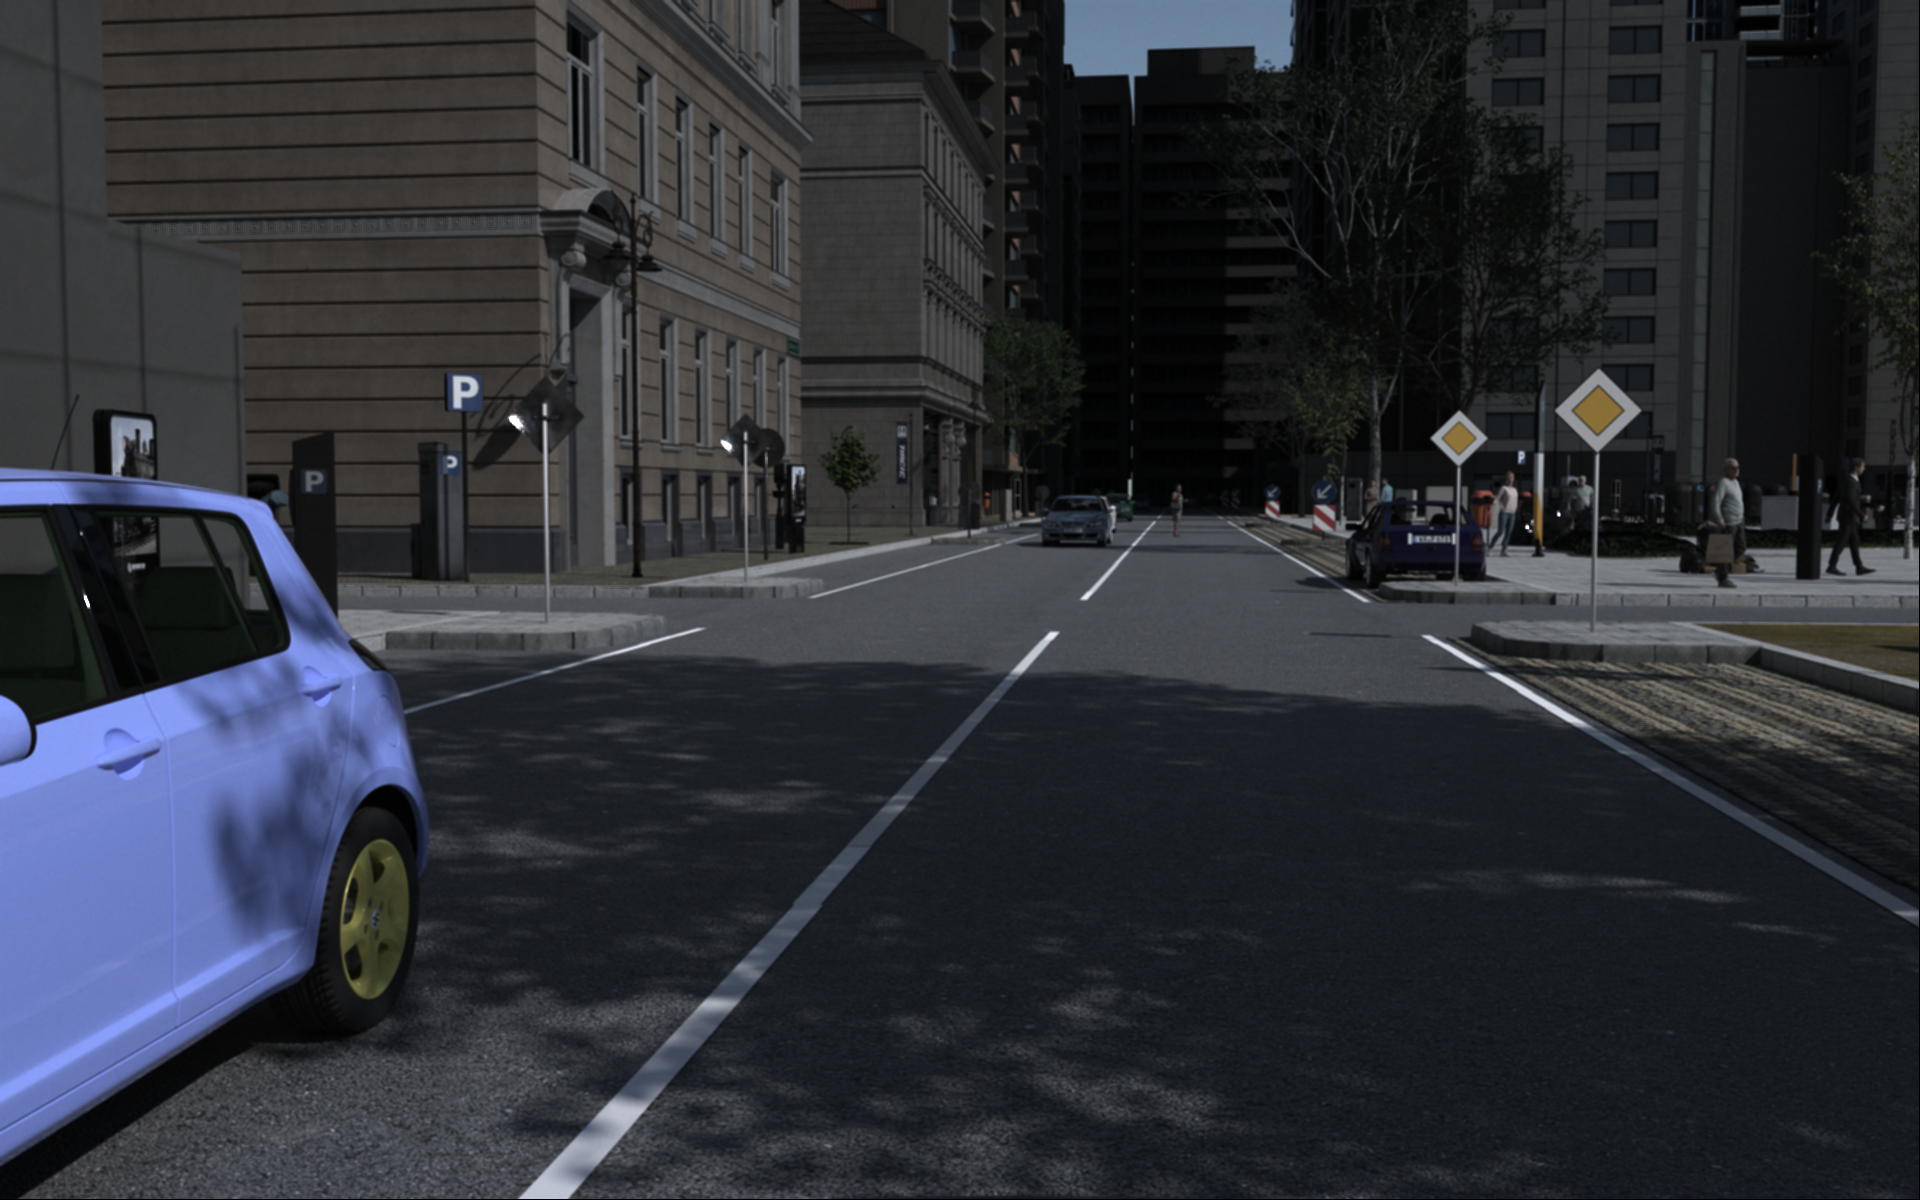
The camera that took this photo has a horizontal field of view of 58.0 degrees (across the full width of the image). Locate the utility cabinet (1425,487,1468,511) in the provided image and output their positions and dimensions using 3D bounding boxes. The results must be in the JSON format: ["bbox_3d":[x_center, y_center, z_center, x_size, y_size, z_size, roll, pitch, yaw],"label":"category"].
[{"bbox_3d":[14.427,-2.613,51.401,1.173,1.500,0.318,0,4,6],"label":"utility cabinet"}]

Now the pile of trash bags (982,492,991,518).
[{"bbox_3d":[0.211,-5.238,95.398,3.447,1.369,1.912,2,4,35],"label":"pile of trash bags"}]

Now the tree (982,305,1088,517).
[{"bbox_3d":[3.503,-10.430,96.283,9.928,11.665,9.643,0,3,0],"label":"tree"}]

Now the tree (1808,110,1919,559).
[{"bbox_3d":[18.961,-5.108,33.880,4.737,8.622,4.395,0,3,0],"label":"tree"}]

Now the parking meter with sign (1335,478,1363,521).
[{"bbox_3d":[18.734,-5.261,82.277,1.738,3.016,0.543,2,4,25],"label":"parking meter with sign"}]

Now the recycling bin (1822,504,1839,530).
[{"bbox_3d":[22.507,-1.979,44.906,0.722,1.027,0.722,-2,4,-25],"label":"recycling bin"}]

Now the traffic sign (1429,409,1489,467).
[{"bbox_3d":[6.886,-1.327,23.882,0.795,2.593,0.064,0,4,7],"label":"traffic sign"}]

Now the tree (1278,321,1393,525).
[{"bbox_3d":[15.488,-7.388,71.161,4.737,8.622,4.395,0,3,0],"label":"tree"}]

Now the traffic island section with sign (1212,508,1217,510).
[{"bbox_3d":[23.228,-8.791,152.358,1.989,1.847,2.006,0,4,7],"label":"traffic island section with sign"}]

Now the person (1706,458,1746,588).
[{"bbox_3d":[10.423,-1.047,23.640,0.782,1.767,0.515,-3,5,-43],"label":"person"}]

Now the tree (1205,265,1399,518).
[{"bbox_3d":[18.348,-11.192,93.366,12.009,13.543,11.850,0,3,0],"label":"tree"}]

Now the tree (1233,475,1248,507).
[{"bbox_3d":[28.494,-11.016,174.706,1.663,3.219,1.824,0,3,0],"label":"tree"}]

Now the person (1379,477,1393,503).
[{"bbox_3d":[14.416,-3.217,58.498,0.638,1.841,0.748,-2,4,-26],"label":"person"}]

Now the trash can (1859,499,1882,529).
[{"bbox_3d":[27.054,-2.433,51.425,0.748,1.137,0.748,0,3,0],"label":"trash can"}]

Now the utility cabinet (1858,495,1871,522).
[{"bbox_3d":[41.575,-4.222,80.197,0.306,1.237,1.020,-2,4,-30],"label":"utility cabinet"}]

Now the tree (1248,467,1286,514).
[{"bbox_3d":[20.305,-7.282,113.666,1.663,3.219,1.824,0,3,0],"label":"tree"}]

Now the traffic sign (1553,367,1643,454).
[{"bbox_3d":[5.880,-0.842,15.960,0.795,2.593,0.064,0,4,7],"label":"traffic sign"}]

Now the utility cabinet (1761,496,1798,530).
[{"bbox_3d":[25.734,-2.644,54.398,1.020,1.237,0.306,2,4,32],"label":"utility cabinet"}]

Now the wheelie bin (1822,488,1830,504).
[{"bbox_3d":[44.931,-5.046,90.414,0.693,1.594,0.980,-2,4,-32],"label":"wheelie bin"}]

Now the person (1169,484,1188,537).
[{"bbox_3d":[7.350,-3.028,58.367,0.532,1.782,0.716,3,5,41],"label":"person"}]

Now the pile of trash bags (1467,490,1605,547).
[{"bbox_3d":[14.128,-2.021,42.803,3.447,1.369,1.912,-1,4,-18],"label":"pile of trash bags"}]

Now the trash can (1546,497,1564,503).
[{"bbox_3d":[26.515,-4.011,77.236,0.748,1.137,0.748,0,3,0],"label":"trash can"}]

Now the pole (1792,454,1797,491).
[{"bbox_3d":[42.098,-5.725,87.449,0.158,3.312,0.155,0,3,0],"label":"pole"}]

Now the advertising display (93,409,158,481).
[{"bbox_3d":[-6.520,-0.512,13.589,0.123,1.923,0.974,0,4,-5],"label":"advertising display"}]

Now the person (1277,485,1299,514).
[{"bbox_3d":[20.673,-6.311,109.188,1.348,1.831,0.705,1,4,10],"label":"person"}]

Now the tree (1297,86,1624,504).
[{"bbox_3d":[11.575,-6.502,40.728,8.767,10.594,7.601,3,5,42],"label":"tree"}]

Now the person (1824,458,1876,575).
[{"bbox_3d":[14.073,-1.313,27.295,0.755,1.850,0.659,1,4,17],"label":"person"}]

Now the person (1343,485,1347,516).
[{"bbox_3d":[22.338,-5.729,99.717,1.348,1.822,0.705,-2,4,-33],"label":"person"}]

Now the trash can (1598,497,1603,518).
[{"bbox_3d":[31.879,-4.601,86.874,0.748,1.137,0.748,0,3,0],"label":"trash can"}]

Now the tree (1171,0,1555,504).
[{"bbox_3d":[13.327,-12.396,58.567,12.611,20.169,13.585,0,3,0],"label":"tree"}]

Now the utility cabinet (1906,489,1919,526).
[{"bbox_3d":[38.038,-3.659,68.503,0.318,1.500,1.173,-2,4,-25],"label":"utility cabinet"}]

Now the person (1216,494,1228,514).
[{"bbox_3d":[19.135,-7.026,126.571,0.799,1.438,0.628,0,4,-4],"label":"person"}]

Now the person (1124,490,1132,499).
[{"bbox_3d":[12.797,-7.636,134.067,1.217,1.735,0.721,-1,4,-12],"label":"person"}]

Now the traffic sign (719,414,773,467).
[{"bbox_3d":[-3.126,-1.405,25.169,0.795,2.593,0.064,0,4,7],"label":"traffic sign"}]

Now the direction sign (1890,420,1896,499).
[{"bbox_3d":[28.571,-3.737,53.093,0.379,3.537,0.876,2,4,35],"label":"direction sign"}]

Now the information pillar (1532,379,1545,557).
[{"bbox_3d":[11.792,-2.686,35.273,0.183,3.616,0.504,2,4,31],"label":"information pillar"}]

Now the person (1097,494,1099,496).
[{"bbox_3d":[8.826,-6.174,112.627,0.628,1.438,0.799,1,4,13],"label":"person"}]

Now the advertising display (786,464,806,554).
[{"bbox_3d":[-3.552,-1.981,37.601,0.123,1.923,0.974,1,4,13],"label":"advertising display"}]

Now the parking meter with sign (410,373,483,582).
[{"bbox_3d":[-7.712,-1.806,25.791,0.543,3.016,1.738,-3,5,-40],"label":"parking meter with sign"}]

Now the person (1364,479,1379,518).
[{"bbox_3d":[13.525,-3.094,56.966,0.599,1.781,0.374,-1,4,-11],"label":"person"}]

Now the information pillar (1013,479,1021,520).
[{"bbox_3d":[2.845,-5.029,86.721,0.304,2.012,0.304,-1,4,-18],"label":"information pillar"}]

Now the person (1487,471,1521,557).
[{"bbox_3d":[11.025,-1.754,35.397,0.731,1.740,0.598,-3,4,-36],"label":"person"}]

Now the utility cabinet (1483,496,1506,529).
[{"bbox_3d":[19.579,-3.181,63.163,1.020,1.237,0.306,-2,4,-26],"label":"utility cabinet"}]

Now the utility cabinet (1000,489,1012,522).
[{"bbox_3d":[2.131,-4.365,80.054,0.318,1.500,1.173,-1,4,-13],"label":"utility cabinet"}]

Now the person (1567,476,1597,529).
[{"bbox_3d":[16.343,-2.395,45.681,0.782,1.767,0.515,1,4,15],"label":"person"}]

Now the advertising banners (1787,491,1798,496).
[{"bbox_3d":[40.785,-5.419,84.787,0.090,3.025,2.074,-1,4,-19],"label":"advertising banners"}]

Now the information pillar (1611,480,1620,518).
[{"bbox_3d":[35.007,-5.380,92.460,0.304,2.012,0.304,-1,4,-22],"label":"information pillar"}]

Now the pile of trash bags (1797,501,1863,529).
[{"bbox_3d":[29.676,-3.058,59.758,1.912,1.369,3.447,0,4,5],"label":"pile of trash bags"}]

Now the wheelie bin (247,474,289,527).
[{"bbox_3d":[-10.978,-1.176,27.144,0.980,1.594,0.693,-1,4,-15],"label":"wheelie bin"}]

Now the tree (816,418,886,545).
[{"bbox_3d":[-2.726,-3.048,44.431,1.663,3.219,1.824,0,3,0],"label":"tree"}]

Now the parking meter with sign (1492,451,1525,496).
[{"bbox_3d":[21.952,-4.519,70.153,0.543,3.016,1.738,-3,5,-39],"label":"parking meter with sign"}]

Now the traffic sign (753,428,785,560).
[{"bbox_3d":[-3.765,-2.046,33.566,0.768,2.556,0.104,1,4,12],"label":"traffic sign"}]

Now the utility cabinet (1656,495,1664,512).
[{"bbox_3d":[38.285,-5.124,94.942,1.020,1.237,0.306,0,4,-2],"label":"utility cabinet"}]

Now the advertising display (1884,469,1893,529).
[{"bbox_3d":[23.715,-2.388,44.263,0.123,1.923,0.974,2,4,26],"label":"advertising display"}]

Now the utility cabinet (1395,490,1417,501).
[{"bbox_3d":[22.097,-4.714,85.749,0.318,1.500,1.173,-2,4,-31],"label":"utility cabinet"}]

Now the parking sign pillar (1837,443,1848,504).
[{"bbox_3d":[46.639,-6.307,91.595,1.447,3.967,1.447,2,4,29],"label":"parking sign pillar"}]

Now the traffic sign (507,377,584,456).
[{"bbox_3d":[-4.132,-0.921,17.247,0.795,2.593,0.064,0,4,7],"label":"traffic sign"}]

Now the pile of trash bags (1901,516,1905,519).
[{"bbox_3d":[50.512,-4.866,89.312,3.447,1.369,1.912,2,4,25],"label":"pile of trash bags"}]
